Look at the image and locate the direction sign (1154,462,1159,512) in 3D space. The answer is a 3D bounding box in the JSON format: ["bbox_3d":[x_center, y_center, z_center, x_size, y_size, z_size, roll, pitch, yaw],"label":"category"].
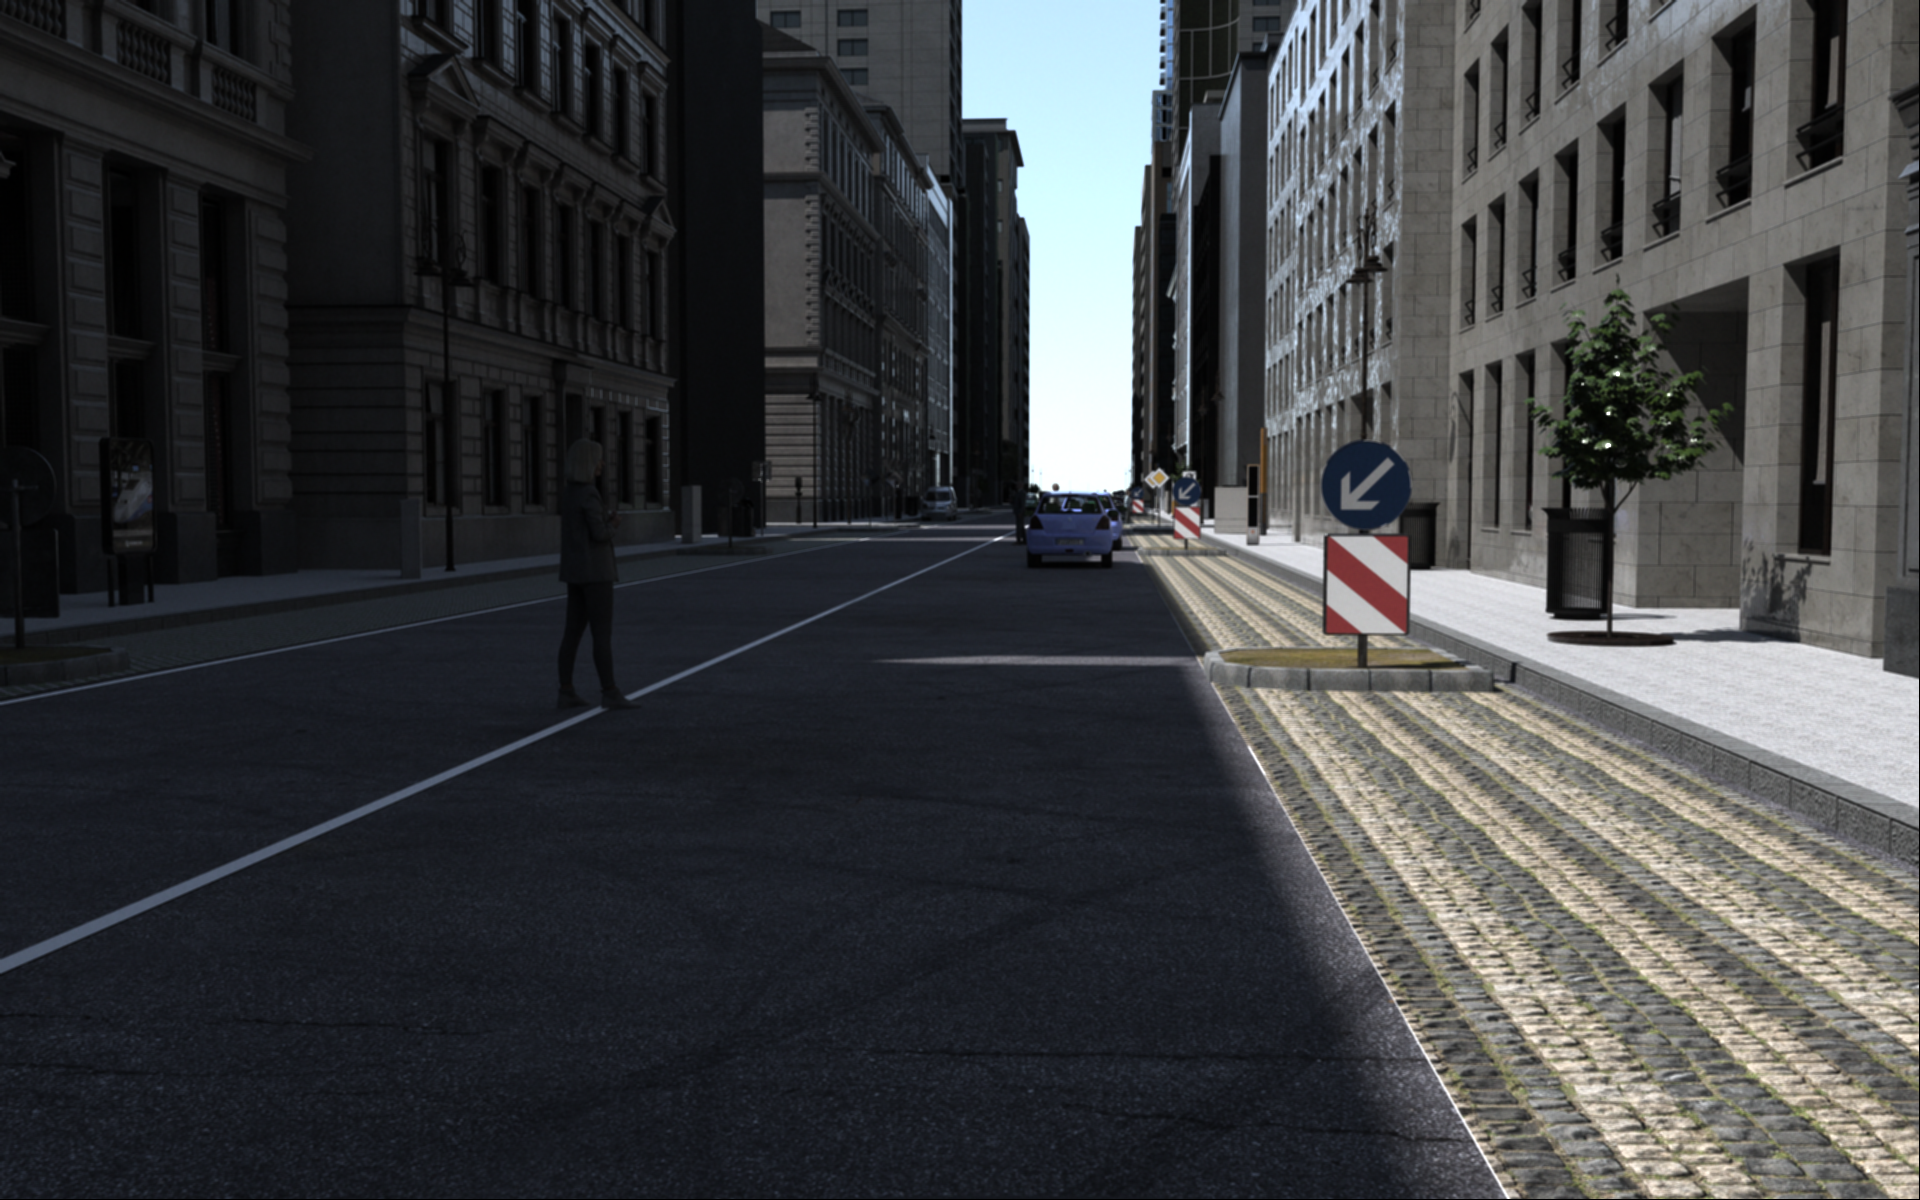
[{"bbox_3d":[13.989,-8.019,123.101,0.379,3.537,0.876,-1,4,-12],"label":"direction sign"}]

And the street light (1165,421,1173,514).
[{"bbox_3d":[13.257,-8.379,109.778,0.468,5.910,1.993,0,4,5],"label":"street light"}]

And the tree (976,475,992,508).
[{"bbox_3d":[1.877,-9.958,157.411,1.663,3.219,1.824,0,3,0],"label":"tree"}]

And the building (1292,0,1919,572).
[{"bbox_3d":[13.503,-11.187,37.660,10.420,20.320,16.860,0,4,5],"label":"building"}]

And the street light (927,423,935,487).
[{"bbox_3d":[-1.785,-8.456,111.051,0.468,5.910,1.993,0,4,5],"label":"street light"}]

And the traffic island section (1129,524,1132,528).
[{"bbox_3d":[8.159,-3.108,73.098,2.009,0.180,2.903,0,4,5],"label":"traffic island section"}]

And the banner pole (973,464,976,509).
[{"bbox_3d":[1.194,-9.441,144.382,0.401,3.779,0.863,1,4,21],"label":"banner pole"}]

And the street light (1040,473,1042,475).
[{"bbox_3d":[14.279,-20.392,306.198,0.468,5.910,1.993,0,4,5],"label":"street light"}]

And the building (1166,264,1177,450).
[{"bbox_3d":[22.380,-18.337,135.973,11.583,22.565,21.152,0,4,5],"label":"building"}]

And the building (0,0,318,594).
[{"bbox_3d":[-16.319,-11.611,18.713,11.050,23.489,19.941,0,4,5],"label":"building"}]

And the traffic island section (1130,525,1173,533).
[{"bbox_3d":[7.504,-2.621,65.140,2.009,0.180,2.903,0,4,5],"label":"traffic island section"}]

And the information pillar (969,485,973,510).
[{"bbox_3d":[0.904,-8.218,138.854,0.304,2.012,0.304,-1,4,-11],"label":"information pillar"}]

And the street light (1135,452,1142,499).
[{"bbox_3d":[19.407,-13.053,186.203,0.468,5.910,1.993,0,4,5],"label":"street light"}]

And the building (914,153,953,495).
[{"bbox_3d":[-7.420,-19.130,130.794,12.078,24.808,19.932,0,4,5],"label":"building"}]

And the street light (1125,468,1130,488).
[{"bbox_3d":[26.402,-18.154,269.610,0.468,5.910,1.993,0,4,5],"label":"street light"}]

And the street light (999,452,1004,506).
[{"bbox_3d":[4.442,-13.123,187.343,0.468,5.910,1.993,0,4,5],"label":"street light"}]

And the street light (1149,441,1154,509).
[{"bbox_3d":[16.553,-10.807,149.476,0.468,5.910,1.993,0,4,5],"label":"street light"}]

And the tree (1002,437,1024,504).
[{"bbox_3d":[6.226,-16.379,218.161,4.360,8.622,3.978,0,3,0],"label":"tree"}]

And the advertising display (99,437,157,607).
[{"bbox_3d":[-9.622,-0.908,20.066,0.123,1.923,0.974,0,4,4],"label":"advertising display"}]

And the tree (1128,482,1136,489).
[{"bbox_3d":[24.706,-15.529,248.493,1.663,3.219,1.824,0,3,0],"label":"tree"}]

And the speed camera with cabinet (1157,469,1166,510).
[{"bbox_3d":[16.036,-8.719,136.889,0.660,3.252,2.038,1,4,18],"label":"speed camera with cabinet"}]

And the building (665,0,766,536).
[{"bbox_3d":[-15.723,-14.047,59.340,15.834,23.373,12.332,0,4,5],"label":"building"}]

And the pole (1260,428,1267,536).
[{"bbox_3d":[9.391,-3.652,53.558,0.158,3.312,0.155,0,3,0],"label":"pole"}]

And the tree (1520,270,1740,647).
[{"bbox_3d":[5.529,-1.243,14.920,1.663,3.219,1.824,0,3,0],"label":"tree"}]

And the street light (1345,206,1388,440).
[{"bbox_3d":[6.581,-3.388,28.182,0.468,5.910,1.993,0,4,5],"label":"street light"}]

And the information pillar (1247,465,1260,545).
[{"bbox_3d":[7.376,-2.388,43.542,0.304,2.012,0.304,1,4,12],"label":"information pillar"}]

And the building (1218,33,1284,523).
[{"bbox_3d":[27.351,-15.896,78.969,30.058,24.678,14.314,0,4,5],"label":"building"}]

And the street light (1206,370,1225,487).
[{"bbox_3d":[9.570,-5.609,64.491,0.468,5.910,1.993,0,4,5],"label":"street light"}]

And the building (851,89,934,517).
[{"bbox_3d":[-8.968,-18.988,107.713,12.463,27.353,25.104,0,4,5],"label":"building"}]

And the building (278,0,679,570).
[{"bbox_3d":[-13.240,-10.618,38.237,10.561,19.102,19.286,0,4,5],"label":"building"}]

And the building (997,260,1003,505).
[{"bbox_3d":[-2.294,-26.561,205.977,14.160,30.474,14.107,0,4,5],"label":"building"}]

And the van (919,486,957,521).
[{"bbox_3d":[-1.100,-5.180,91.707,2.013,2.044,4.112,0,4,4],"label":"van"}]

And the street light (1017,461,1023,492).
[{"bbox_3d":[8.319,-15.942,233.439,0.468,5.910,1.993,0,4,5],"label":"street light"}]

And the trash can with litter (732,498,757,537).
[{"bbox_3d":[-6.408,-2.457,51.554,0.624,1.170,1.055,0,4,4],"label":"trash can with litter"}]

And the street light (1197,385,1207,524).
[{"bbox_3d":[10.298,-6.159,73.480,0.468,5.910,1.993,0,4,5],"label":"street light"}]

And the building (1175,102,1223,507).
[{"bbox_3d":[20.750,-18.132,114.483,12.078,24.808,19.932,0,4,5],"label":"building"}]

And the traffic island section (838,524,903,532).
[{"bbox_3d":[-3.450,-2.677,66.042,2.009,0.180,2.903,0,4,5],"label":"traffic island section"}]

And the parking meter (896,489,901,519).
[{"bbox_3d":[-3.182,-4.893,88.404,0.372,1.533,0.369,0,3,0],"label":"parking meter"}]

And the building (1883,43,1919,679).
[{"bbox_3d":[10.640,-9.390,2.678,9.793,20.994,18.267,0,4,5],"label":"building"}]

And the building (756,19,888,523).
[{"bbox_3d":[-10.252,-15.688,85.379,11.050,23.489,19.941,0,4,5],"label":"building"}]

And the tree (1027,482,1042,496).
[{"bbox_3d":[12.126,-17.388,278.890,1.663,3.219,1.824,0,3,0],"label":"tree"}]

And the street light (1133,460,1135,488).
[{"bbox_3d":[22.567,-15.315,223.182,0.468,5.910,1.993,0,4,5],"label":"street light"}]

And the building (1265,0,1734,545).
[{"bbox_3d":[15.672,-12.209,54.368,10.420,20.320,16.860,0,4,5],"label":"building"}]

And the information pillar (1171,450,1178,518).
[{"bbox_3d":[11.497,-6.194,92.624,0.183,3.616,0.504,3,4,36],"label":"information pillar"}]

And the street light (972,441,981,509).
[{"bbox_3d":[1.561,-10.873,150.568,0.468,5.910,1.993,0,4,5],"label":"street light"}]

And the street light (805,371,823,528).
[{"bbox_3d":[-5.468,-5.650,65.159,0.468,5.910,1.993,0,4,5],"label":"street light"}]

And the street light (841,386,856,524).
[{"bbox_3d":[-4.761,-6.207,74.272,0.468,5.910,1.993,0,4,5],"label":"street light"}]

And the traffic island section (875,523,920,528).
[{"bbox_3d":[-2.795,-3.163,74.000,2.009,0.180,2.903,0,4,5],"label":"traffic island section"}]

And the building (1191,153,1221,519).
[{"bbox_3d":[19.521,-16.296,96.123,12.332,23.373,15.834,0,4,5],"label":"building"}]

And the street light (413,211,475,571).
[{"bbox_3d":[-8.492,-3.418,28.673,0.468,5.910,1.993,0,4,5],"label":"street light"}]

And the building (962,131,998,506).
[{"bbox_3d":[-3.211,-31.016,190.707,14.154,41.232,14.086,0,4,5],"label":"building"}]

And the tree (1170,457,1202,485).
[{"bbox_3d":[11.700,-5.819,89.745,1.663,3.219,1.824,0,3,0],"label":"tree"}]

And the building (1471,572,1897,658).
[{"bbox_3d":[12.967,-10.157,20.819,10.420,20.320,16.860,0,4,5],"label":"building"}]
